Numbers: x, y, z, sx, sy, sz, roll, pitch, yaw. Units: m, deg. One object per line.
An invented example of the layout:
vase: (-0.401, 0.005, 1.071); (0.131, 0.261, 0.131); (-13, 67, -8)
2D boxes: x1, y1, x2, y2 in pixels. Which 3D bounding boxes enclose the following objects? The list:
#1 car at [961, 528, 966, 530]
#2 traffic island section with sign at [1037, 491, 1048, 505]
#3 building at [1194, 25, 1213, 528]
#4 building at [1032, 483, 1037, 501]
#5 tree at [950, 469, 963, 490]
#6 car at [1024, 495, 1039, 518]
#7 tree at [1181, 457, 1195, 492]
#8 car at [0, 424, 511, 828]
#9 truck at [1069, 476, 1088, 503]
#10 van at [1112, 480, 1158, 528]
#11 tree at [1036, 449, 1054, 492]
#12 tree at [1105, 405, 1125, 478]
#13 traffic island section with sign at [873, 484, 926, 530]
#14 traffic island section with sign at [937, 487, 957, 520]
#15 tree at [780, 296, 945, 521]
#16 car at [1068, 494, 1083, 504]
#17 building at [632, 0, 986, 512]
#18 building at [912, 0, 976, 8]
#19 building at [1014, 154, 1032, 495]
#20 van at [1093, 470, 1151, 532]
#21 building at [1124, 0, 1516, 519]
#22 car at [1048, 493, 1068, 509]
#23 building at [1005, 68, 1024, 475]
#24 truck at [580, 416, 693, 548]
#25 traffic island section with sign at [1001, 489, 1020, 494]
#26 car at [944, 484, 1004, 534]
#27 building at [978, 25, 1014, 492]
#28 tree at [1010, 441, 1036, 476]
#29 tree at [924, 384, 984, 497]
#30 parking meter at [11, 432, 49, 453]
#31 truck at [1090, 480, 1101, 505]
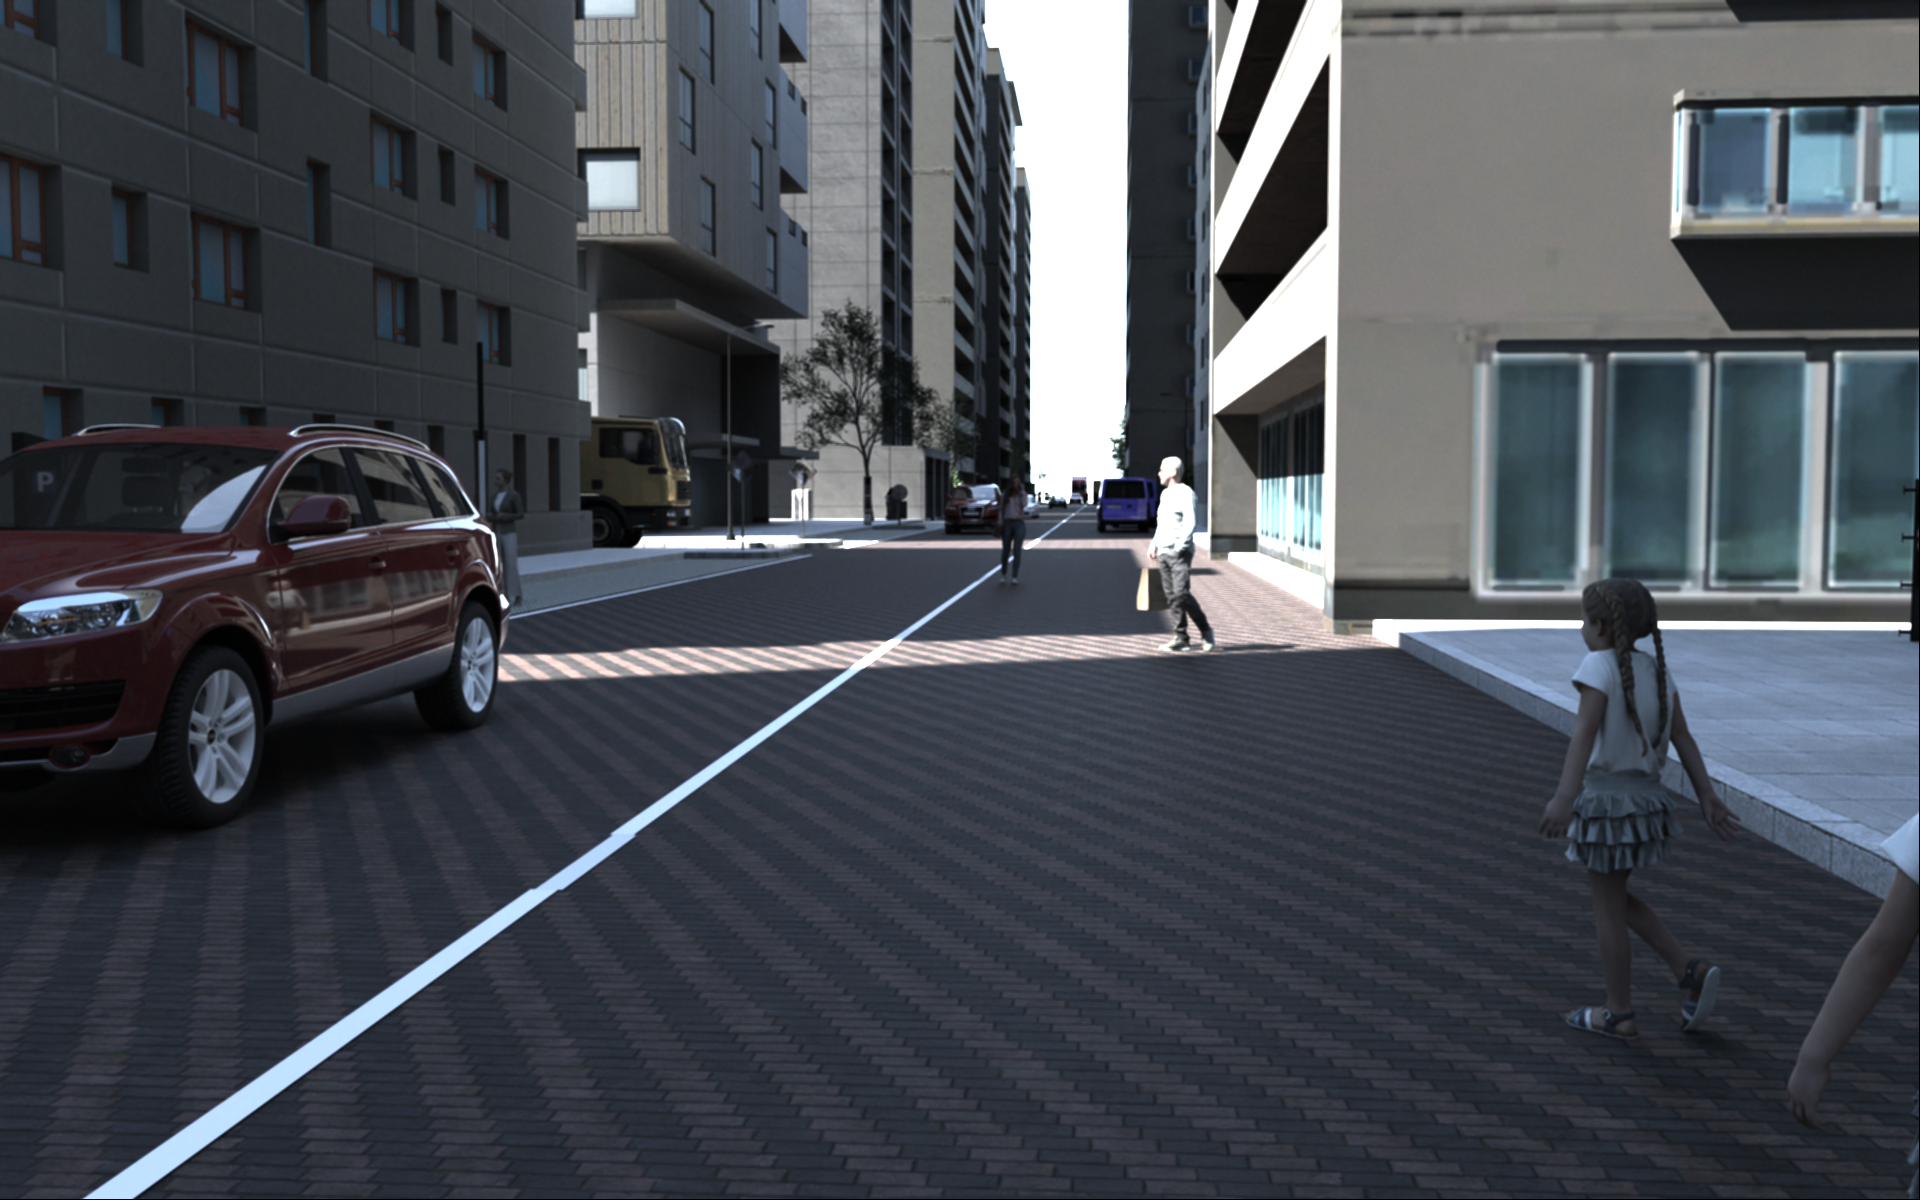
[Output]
car: (0.958, -3.725, 71.131); (2.015, 1.641, 3.980); (0, 4, 3)
traffic island section with sign: (12.821, -15.133, 256.051); (1.989, 1.847, 2.006); (0, 4, 5)
building: (23.453, -13.154, 60.107); (28.899, 21.520, 27.650); (0, 4, 5)
building: (-4.473, -35.197, 267.349); (32.217, 40.220, 23.993); (0, 4, 5)
tree: (-0.457, -7.777, 121.757); (1.663, 3.219, 1.824); (0, 3, 0)
car: (3.757, -5.606, 104.015); (2.083, 1.381, 4.827); (0, 4, 5)
tree: (13.029, -6.388, 99.044); (1.663, 3.219, 1.824); (0, 3, 0)
car: (-4.055, -0.031, 9.176); (2.281, 1.827, 5.304); (0, 4, 4)
truck: (18.658, -17.238, 270.759); (2.839, 4.237, 11.283); (0, 4, 5)
van: (7.568, -4.349, 75.483); (2.240, 2.365, 5.245); (0, 4, 4)
tree: (13.188, -20.252, 281.476); (4.737, 8.622, 4.395); (0, 3, 0)
tree: (20.586, -17.516, 204.506); (7.486, 12.596, 7.792); (0, 3, 0)
traffic island section with sign: (-2.433, -3.764, 70.169); (1.989, 1.847, 2.006); (0, 4, 5)
traffic island section with sign: (-0.226, -5.407, 97.034); (1.989, 1.847, 2.006); (0, 4, 5)
tree: (-4.399, -9.009, 81.717); (8.767, 10.594, 7.601); (-3, 5, -39)
car: (15.982, -14.098, 239.536); (2.155, 1.783, 4.494); (0, 4, 5)
building: (-11.720, -34.779, 157.868); (28.713, 52.752, 27.495); (0, 4, 5)
building: (-10.195, -31.167, 133.288); (21.300, 48.544, 21.600); (0, 4, 5)
building: (-1.022, -37.932, 243.897); (21.300, 48.544, 21.600); (0, 4, 5)
van: (6.250, -3.807, 66.621); (2.240, 2.365, 5.245); (0, 4, 3)
building: (21.317, -29.687, 109.077); (21.300, 48.544, 21.600); (0, 4, 5)
car: (9.742, -9.932, 172.182); (2.009, 1.686, 4.222); (0, 4, 5)
building: (-6.829, -38.558, 219.660); (28.713, 52.752, 27.495); (0, 4, 5)
truck: (-10.914, -2.923, 43.721); (9.791, 3.379, 3.469); (0, 4, 3)
traffic island section with sign: (3.840, -8.439, 146.598); (1.989, 1.847, 2.006); (0, 4, 5)
car: (0.619, -3.380, 63.939); (2.281, 1.827, 5.304); (0, 4, 5)
building: (-5.867, -34.153, 182.108); (21.300, 48.544, 21.600); (0, 4, 5)
tree: (5.285, -15.224, 199.272); (4.737, 8.622, 4.395); (0, 3, 0)
tree: (-0.601, -10.152, 116.355); (4.360, 8.622, 3.978); (0, 3, 0)
parking meter: (-8.820, -0.667, 16.615); (0.255, 1.863, 0.399); (2, 4, 32)
truck: (19.199, -14.548, 233.782); (3.469, 3.379, 9.791); (0, 4, 5)
